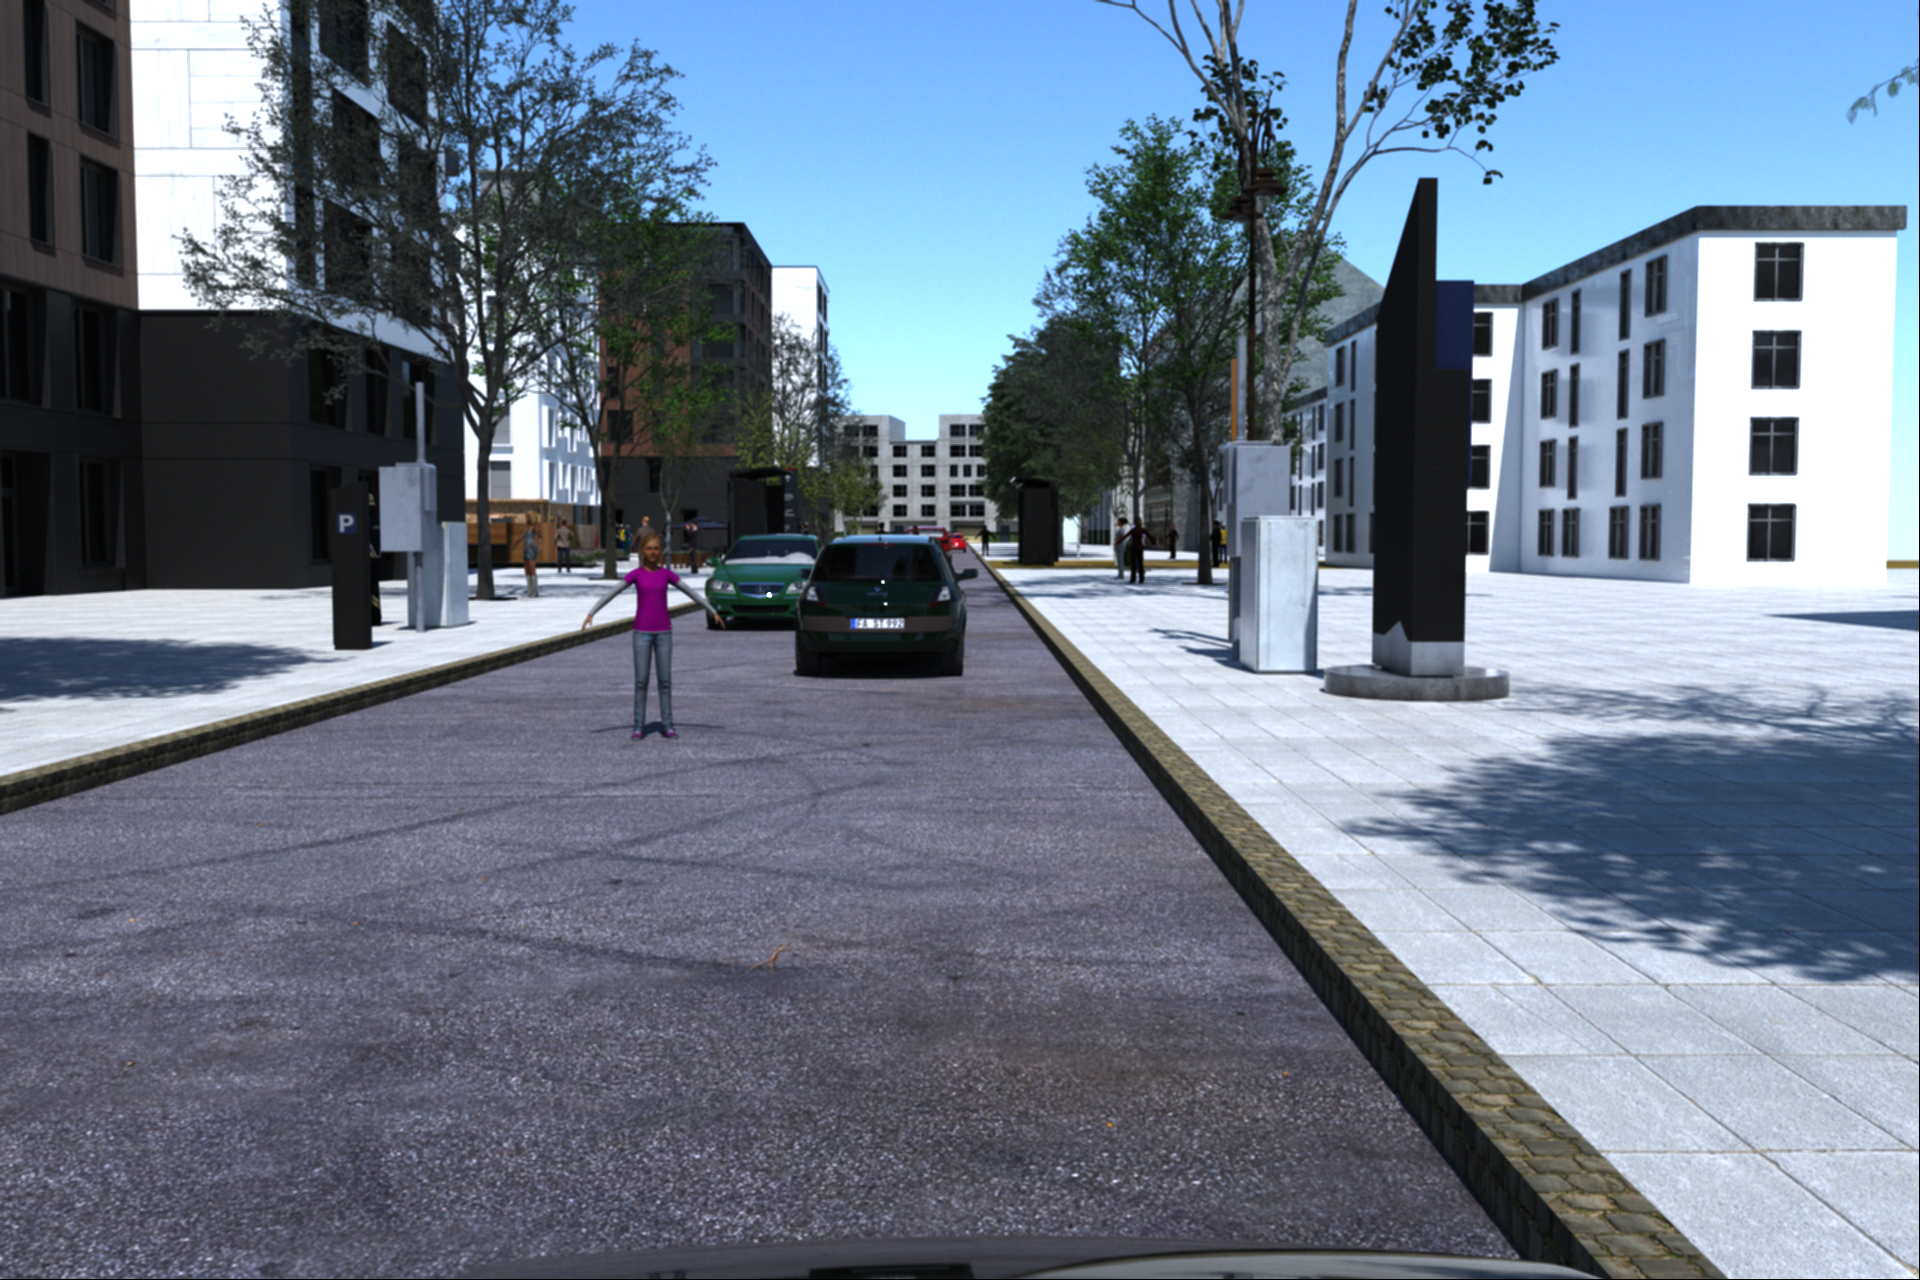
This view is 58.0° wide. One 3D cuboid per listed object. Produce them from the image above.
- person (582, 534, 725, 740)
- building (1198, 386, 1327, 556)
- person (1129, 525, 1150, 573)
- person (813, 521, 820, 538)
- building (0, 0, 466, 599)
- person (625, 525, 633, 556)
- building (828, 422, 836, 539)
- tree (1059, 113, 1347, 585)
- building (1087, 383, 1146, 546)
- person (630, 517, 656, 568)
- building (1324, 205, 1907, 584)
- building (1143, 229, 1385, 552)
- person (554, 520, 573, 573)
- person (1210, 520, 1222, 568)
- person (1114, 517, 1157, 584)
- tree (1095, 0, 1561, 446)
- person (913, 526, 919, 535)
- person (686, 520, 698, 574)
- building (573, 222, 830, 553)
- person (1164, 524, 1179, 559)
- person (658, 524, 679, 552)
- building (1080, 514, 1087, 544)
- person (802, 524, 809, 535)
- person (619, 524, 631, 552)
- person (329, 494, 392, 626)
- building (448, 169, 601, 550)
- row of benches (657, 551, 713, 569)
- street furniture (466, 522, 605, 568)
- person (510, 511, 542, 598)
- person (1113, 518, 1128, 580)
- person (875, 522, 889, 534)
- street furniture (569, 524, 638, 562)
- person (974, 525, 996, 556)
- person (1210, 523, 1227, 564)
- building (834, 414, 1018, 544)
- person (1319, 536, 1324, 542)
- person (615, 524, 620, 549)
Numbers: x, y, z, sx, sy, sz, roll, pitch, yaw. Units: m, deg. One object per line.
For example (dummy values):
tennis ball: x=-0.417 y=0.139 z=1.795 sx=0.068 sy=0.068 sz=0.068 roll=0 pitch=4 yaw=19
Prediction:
person: x=-2.135 y=-0.021 z=12.072 sx=0.991 sy=1.433 sz=0.599 roll=-1 pitch=4 yaw=-17
building: x=21.626 y=-10.356 z=111.463 sx=9.099 sy=9.664 sz=28.070 roll=0 pitch=4 yaw=0
person: x=5.906 y=-3.105 z=56.674 sx=0.599 sy=1.838 sz=0.709 roll=-3 pitch=4 yaw=-36
person: x=-5.896 y=-3.954 z=70.782 sx=0.705 sy=1.813 sz=1.348 roll=-1 pitch=4 yaw=-14
building: x=-29.323 y=-11.818 z=37.205 sx=27.936 sy=21.610 sz=32.646 roll=0 pitch=3 yaw=0
person: x=-19.338 y=-5.803 z=101.007 sx=0.704 sy=1.817 sz=1.347 roll=-3 pitch=4 yaw=-39
building: x=-27.071 y=-24.712 z=234.964 sx=19.493 sy=23.208 sz=18.063 roll=0 pitch=4 yaw=1
tree: x=6.062 y=-7.205 z=43.559 sx=9.928 sy=11.665 sz=9.643 roll=0 pitch=3 yaw=0
building: x=24.943 y=-20.858 z=207.480 sx=16.747 sy=18.905 sz=31.486 roll=0 pitch=4 yaw=0
person: x=-8.780 y=-2.539 z=48.115 sx=0.990 sy=1.755 sz=0.434 roll=-3 pitch=5 yaw=-41
building: x=19.655 y=-7.114 z=58.465 sx=9.099 sy=9.664 sz=28.070 roll=0 pitch=4 yaw=0
building: x=24.586 y=-18.555 z=134.299 sx=19.493 sy=23.208 sz=18.063 roll=0 pitch=4 yaw=0
person: x=-13.201 y=-3.131 z=57.759 sx=0.617 sy=1.759 sz=0.750 roll=-1 pitch=4 yaw=-10
person: x=9.800 y=-3.690 z=66.523 sx=0.705 sy=1.806 sz=1.347 roll=2 pitch=4 yaw=29
person: x=4.566 y=-2.332 z=44.942 sx=1.215 sy=1.729 sz=0.721 roll=-1 pitch=4 yaw=-20
tree: x=6.134 y=-10.620 z=29.534 sx=12.611 sy=20.169 sz=13.585 roll=0 pitch=3 yaw=0
person: x=-1.966 y=-4.077 z=75.349 sx=0.704 sy=1.802 sz=1.346 roll=1 pitch=4 yaw=14
person: x=-8.746 y=-3.021 z=56.231 sx=0.742 sy=1.727 sz=0.445 roll=3 pitch=5 yaw=42
building: x=-24.808 y=-17.493 z=129.987 sx=27.936 sy=21.610 sz=32.646 roll=0 pitch=4 yaw=0
person: x=10.967 y=-5.092 z=89.483 sx=0.704 sy=1.802 sz=1.346 roll=-2 pitch=4 yaw=-25
person: x=-16.001 y=-5.413 z=94.643 sx=1.345 sy=1.843 sz=0.704 roll=-2 pitch=4 yaw=-24
building: x=26.095 y=-24.629 z=233.607 sx=19.493 sy=23.208 sz=18.063 roll=0 pitch=4 yaw=0
person: x=-7.156 y=-4.410 z=78.825 sx=0.721 sy=1.740 sz=1.216 roll=-2 pitch=4 yaw=-34
person: x=-19.099 y=-5.612 z=97.718 sx=1.349 sy=1.833 sz=0.705 roll=2 pitch=4 yaw=27
person: x=-8.232 y=-1.108 z=23.977 sx=0.704 sy=1.845 sz=1.351 roll=1 pitch=4 yaw=15
building: x=-26.560 y=-14.355 z=91.128 sx=16.016 sy=20.090 sz=11.380 roll=0 pitch=3 yaw=0
row of benches: x=-10.410 y=-2.991 z=64.369 sx=1.422 sy=0.672 sz=4.104 roll=1 pitch=4 yaw=20
street furniture: x=-16.779 y=-3.800 z=68.990 sx=9.812 sy=1.723 sz=11.010 roll=0 pitch=4 yaw=-7
person: x=-8.753 y=-1.737 z=35.015 sx=0.721 sy=1.753 sz=1.214 roll=-3 pitch=5 yaw=-42
person: x=4.436 y=-2.569 z=48.766 sx=0.721 sy=1.739 sz=1.217 roll=1 pitch=4 yaw=10
person: x=-2.662 y=-3.097 z=59.032 sx=1.347 sy=1.837 sz=0.705 roll=1 pitch=4 yaw=12
street furniture: x=-18.478 y=-4.551 z=81.259 sx=9.812 sy=1.723 sz=11.010 roll=1 pitch=4 yaw=12
person: x=1.513 y=-5.945 z=103.334 sx=1.346 sy=1.812 sz=0.704 roll=0 pitch=4 yaw=2
person: x=11.397 y=-4.200 z=75.130 sx=1.216 sy=1.772 sz=0.721 roll=-1 pitch=4 yaw=-12
building: x=-2.172 y=-24.035 z=261.882 sx=31.486 sy=18.905 sz=16.747 roll=0 pitch=4 yaw=7
person: x=16.407 y=-4.566 z=80.509 sx=1.347 sy=1.847 sz=0.705 roll=-3 pitch=5 yaw=-39
person: x=-18.868 y=-5.481 z=95.399 sx=0.705 sy=1.856 sz=1.354 roll=-1 pitch=4 yaw=-15
